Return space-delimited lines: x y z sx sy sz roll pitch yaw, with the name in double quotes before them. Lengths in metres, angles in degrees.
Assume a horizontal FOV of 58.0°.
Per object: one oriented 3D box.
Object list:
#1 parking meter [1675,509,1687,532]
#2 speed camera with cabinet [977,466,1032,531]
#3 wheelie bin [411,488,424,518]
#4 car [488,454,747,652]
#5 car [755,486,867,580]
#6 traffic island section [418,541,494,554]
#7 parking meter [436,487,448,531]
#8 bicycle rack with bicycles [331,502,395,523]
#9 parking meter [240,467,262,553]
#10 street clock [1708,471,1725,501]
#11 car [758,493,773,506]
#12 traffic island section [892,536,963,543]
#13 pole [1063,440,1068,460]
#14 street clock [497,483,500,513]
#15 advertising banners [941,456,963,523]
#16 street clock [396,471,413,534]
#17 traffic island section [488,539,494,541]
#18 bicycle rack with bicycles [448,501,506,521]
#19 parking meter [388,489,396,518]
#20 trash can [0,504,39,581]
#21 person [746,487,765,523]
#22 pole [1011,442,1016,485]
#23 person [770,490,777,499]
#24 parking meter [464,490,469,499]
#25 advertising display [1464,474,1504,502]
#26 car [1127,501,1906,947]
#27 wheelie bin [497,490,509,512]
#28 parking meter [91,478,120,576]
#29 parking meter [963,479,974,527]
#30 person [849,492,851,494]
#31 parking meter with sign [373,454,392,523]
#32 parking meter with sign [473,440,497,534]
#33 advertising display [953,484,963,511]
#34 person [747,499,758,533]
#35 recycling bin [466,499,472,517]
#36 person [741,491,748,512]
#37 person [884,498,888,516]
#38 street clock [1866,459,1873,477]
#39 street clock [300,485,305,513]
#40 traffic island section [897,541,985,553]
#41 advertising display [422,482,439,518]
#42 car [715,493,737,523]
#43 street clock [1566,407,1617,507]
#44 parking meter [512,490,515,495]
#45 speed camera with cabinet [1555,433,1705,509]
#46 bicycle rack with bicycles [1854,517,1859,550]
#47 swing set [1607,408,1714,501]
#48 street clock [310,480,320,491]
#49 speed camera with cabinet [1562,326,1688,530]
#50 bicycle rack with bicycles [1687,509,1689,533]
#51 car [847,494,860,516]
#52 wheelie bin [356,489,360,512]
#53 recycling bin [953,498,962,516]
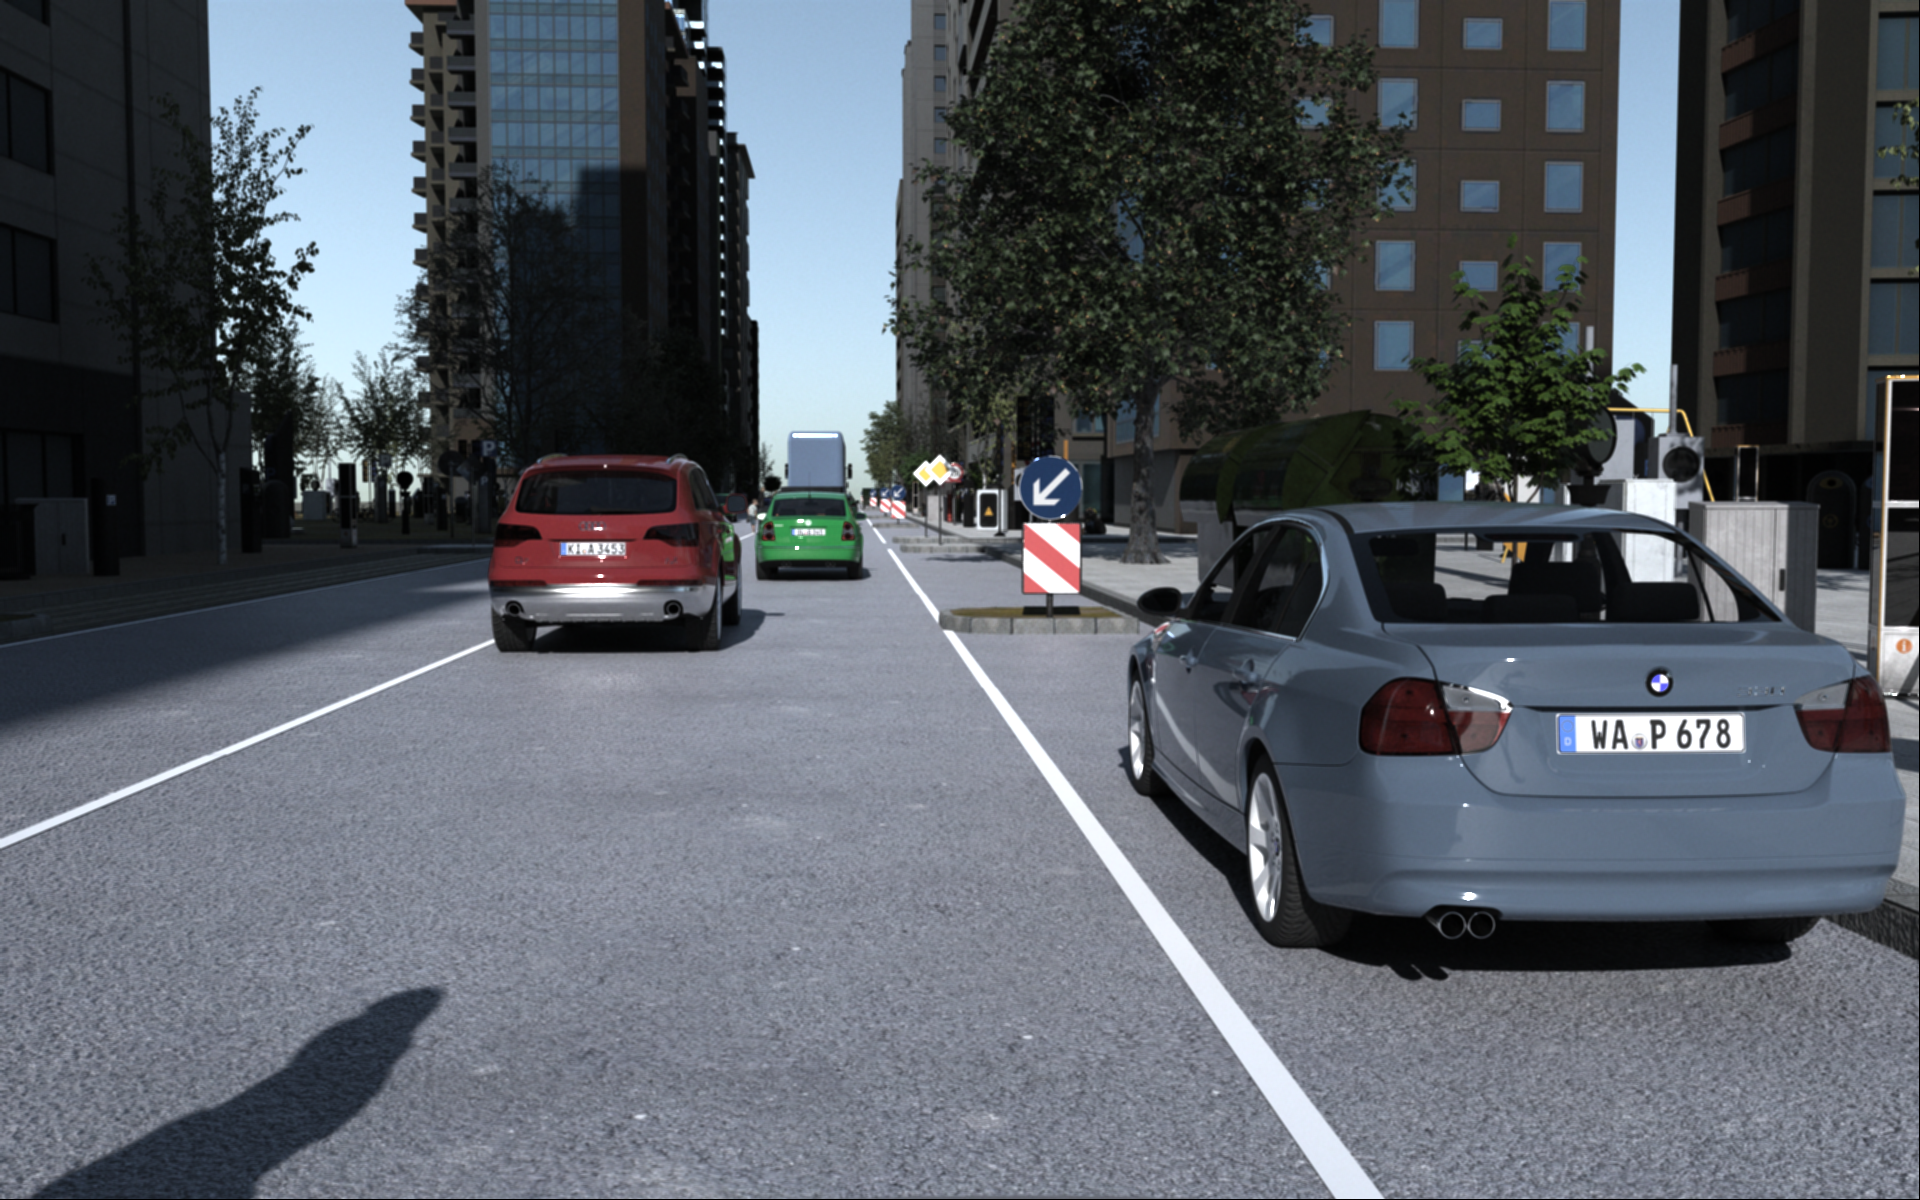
"parking meter" 14.404 -1.614 34.799 0.372 1.533 0.369 0 3 0
"speed camera with cabinet" 1.620 -4.031 60.241 2.038 3.252 0.660 1 4 19
"wheelie bin" -29.311 -5.251 93.755 0.693 1.594 0.980 -2 4 -28
"car" -3.305 -0.528 17.301 2.281 1.827 5.304 0 4 -4
"car" -2.605 -1.314 30.278 1.959 1.807 4.718 0 4 -4
"traffic island section" -12.047 -1.255 42.792 2.009 0.180 2.903 0 4 -4
"parking meter" -18.266 -3.220 61.055 0.372 1.533 0.369 0 3 0
"bicycle rack with bicycles" -27.397 -4.029 79.248 2.925 0.926 2.852 -2 4 -27
"parking meter" -15.441 -1.958 37.727 0.399 1.863 0.255 1 4 22
"street clock" 23.849 -3.064 54.669 0.471 2.002 0.358 1 4 15
"car" -21.260 -11.004 189.512 1.945 1.707 3.694 0 4 -5
"traffic island section" -0.988 -1.787 51.493 2.009 0.180 2.903 0 4 -4
"pole" 3.985 -4.383 65.505 0.158 3.312 0.155 0 3 0
"street clock" -29.129 -6.373 108.773 0.471 2.002 0.358 -2 4 -28
"advertising banners" -0.443 -5.012 78.135 0.090 3.025 2.074 -2 4 -31
"street clock" -17.731 -3.107 55.364 0.471 2.002 0.358 0 4 1
"traffic island section" -12.556 -1.742 50.761 2.009 0.180 2.903 0 4 -4
"bicycle rack with bicycles" -23.551 -4.335 84.251 2.925 0.926 2.852 0 4 7
"parking meter" -30.960 -5.260 94.406 0.372 1.533 0.369 0 3 0
"trash can" -14.163 -0.870 25.875 0.748 1.137 0.748 0 3 0
"person" -10.159 -4.775 86.793 0.699 1.804 1.509 3 4 37
"pole" 2.086 -4.497 67.370 0.158 3.312 0.155 0 3 0
"person" -18.885 -10.357 177.801 1.348 1.831 0.705 -2 4 -26
"parking meter" -34.085 -6.817 119.867 0.372 1.533 0.369 0 3 0
"advertising display" 11.898 -2.079 39.199 0.974 1.923 0.123 2 4 29
"car" 1.768 0.318 6.800 2.014 1.417 4.499 0 4 -3
"wheelie bin" -32.839 -7.123 124.366 0.980 1.594 0.693 -1 4 -11
"parking meter" -13.411 -1.148 27.175 0.372 1.533 0.369 0 3 0
"parking meter" 0.340 -3.750 67.027 0.255 1.863 0.399 -3 5 -44
"person" -14.611 -13.421 228.658 1.217 1.735 0.721 -3 5 -42
"parking meter with sign" -25.532 -4.901 76.386 0.543 3.016 1.738 -2 4 -31
"parking meter with sign" -15.568 -3.684 56.492 0.543 3.016 1.738 -2 4 -29
"advertising display" 0.011 -6.681 114.447 0.974 1.923 0.123 -1 4 -13
"person" -7.521 -3.038 62.859 0.352 1.250 0.332 -2 4 -35
"recycling bin" -27.297 -5.101 95.954 0.722 1.027 0.722 -2 4 -25
"person" -17.343 -7.946 139.362 0.756 1.711 0.436 2 4 25
"person" -4.840 -6.152 113.371 0.425 1.301 0.394 1 4 14
"street clock" 18.538 -1.857 34.931 0.358 2.002 0.471 -2 4 -33
"street clock" -44.503 -6.898 117.354 0.358 2.002 0.471 0 4 -6
"traffic island section" -0.479 -1.299 43.524 2.009 0.180 2.903 0 4 -4
"advertising display" -28.188 -5.325 92.282 0.123 1.923 0.974 3 5 42
"car" -12.283 -4.831 87.787 1.959 1.807 4.718 0 4 -4
"street clock" 5.241 -0.605 14.461 0.471 2.002 0.358 -3 5 -39
"parking meter" -24.552 -5.334 95.620 0.372 1.533 0.369 0 3 0
"speed camera with cabinet" 10.202 -1.962 26.412 2.038 3.252 0.660 0 4 5
"bicycle rack with bicycles" 19.457 -1.652 40.386 2.852 0.926 2.925 -3 4 -36
"swing set" 12.103 -2.081 31.642 3.119 2.851 2.862 -1 4 -21
"street clock" -33.892 -5.291 91.080 0.471 2.002 0.358 2 4 26
"speed camera with cabinet" 7.570 -1.559 19.821 0.660 3.252 2.038 0 4 3
"bicycle rack with bicycles" 19.128 -1.826 43.236 2.925 0.926 2.852 -2 4 -32
"car" -6.756 -5.299 98.444 2.131 1.459 4.920 0 4 -5
"wheelie bin" -41.107 -6.699 117.438 0.980 1.594 0.693 3 4 37
"recycling bin" -0.314 -5.471 102.012 0.722 1.027 0.722 -1 4 -9
